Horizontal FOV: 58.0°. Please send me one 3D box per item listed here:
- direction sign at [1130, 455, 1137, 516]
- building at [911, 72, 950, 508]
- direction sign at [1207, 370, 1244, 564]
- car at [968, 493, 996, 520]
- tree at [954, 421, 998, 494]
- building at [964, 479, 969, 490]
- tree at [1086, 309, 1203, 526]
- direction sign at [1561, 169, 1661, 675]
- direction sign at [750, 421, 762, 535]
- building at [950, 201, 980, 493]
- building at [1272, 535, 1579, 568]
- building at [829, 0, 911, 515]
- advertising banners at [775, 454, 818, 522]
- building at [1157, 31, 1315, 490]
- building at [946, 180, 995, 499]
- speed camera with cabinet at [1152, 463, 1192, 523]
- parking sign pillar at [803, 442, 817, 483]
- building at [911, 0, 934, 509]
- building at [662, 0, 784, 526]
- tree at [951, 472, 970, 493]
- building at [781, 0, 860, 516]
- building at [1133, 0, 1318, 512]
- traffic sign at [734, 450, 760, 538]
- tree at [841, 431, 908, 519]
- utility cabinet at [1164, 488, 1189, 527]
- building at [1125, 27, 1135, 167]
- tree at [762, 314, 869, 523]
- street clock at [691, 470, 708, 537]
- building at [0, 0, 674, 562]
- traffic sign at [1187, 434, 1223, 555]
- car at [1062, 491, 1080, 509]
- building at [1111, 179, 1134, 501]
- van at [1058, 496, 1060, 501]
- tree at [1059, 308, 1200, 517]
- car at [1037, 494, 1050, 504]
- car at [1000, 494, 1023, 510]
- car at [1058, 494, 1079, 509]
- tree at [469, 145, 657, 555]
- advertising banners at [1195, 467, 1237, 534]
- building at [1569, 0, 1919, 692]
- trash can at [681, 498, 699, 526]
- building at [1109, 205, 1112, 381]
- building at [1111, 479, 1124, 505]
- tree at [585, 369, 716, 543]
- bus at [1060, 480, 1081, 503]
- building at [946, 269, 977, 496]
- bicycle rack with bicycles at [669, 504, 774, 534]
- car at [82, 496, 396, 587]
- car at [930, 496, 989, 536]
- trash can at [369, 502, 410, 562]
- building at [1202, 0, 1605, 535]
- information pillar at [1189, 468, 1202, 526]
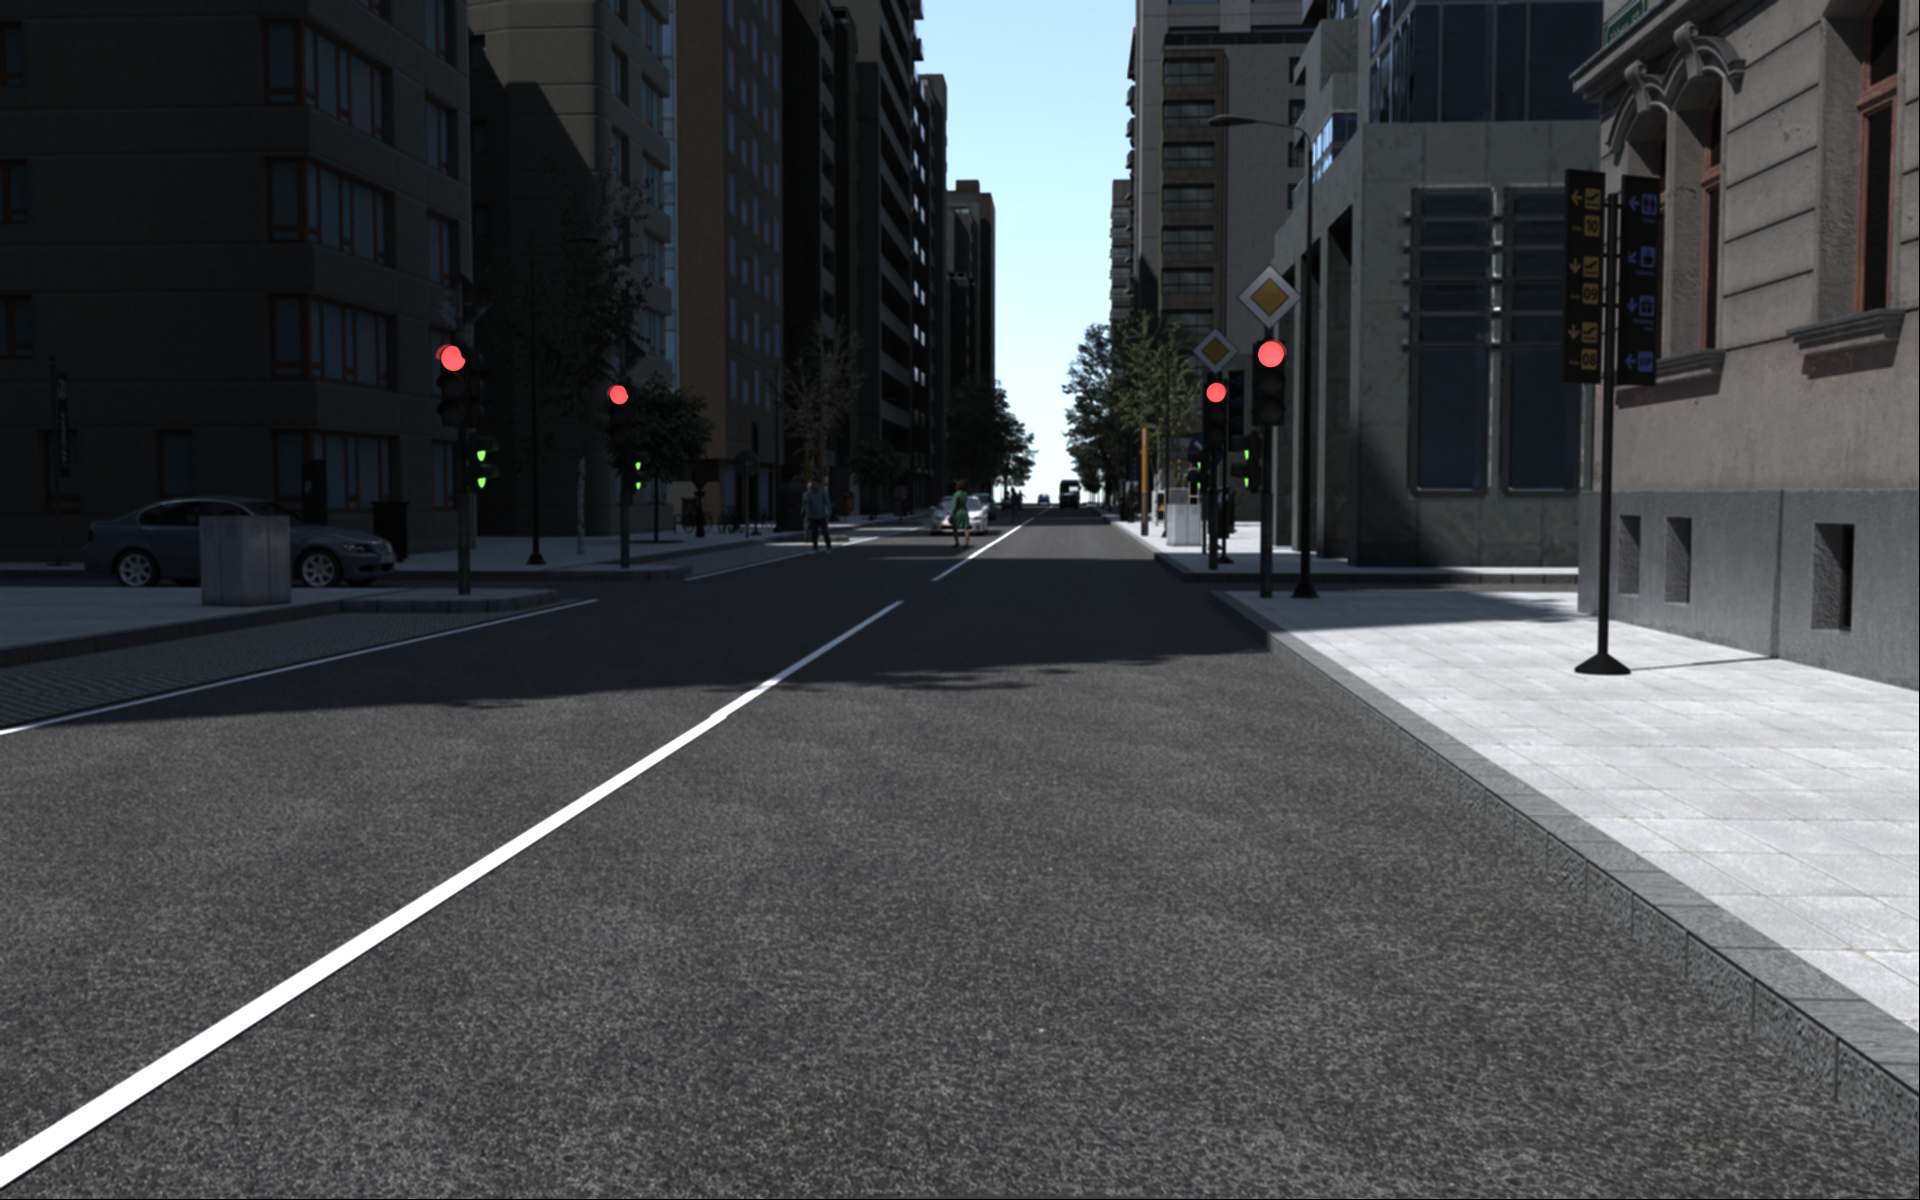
[{"bbox_3d":[10.199,-6.723,101.916,0.379,3.537,0.876,-1,4,-16],"label":"direction sign"},{"bbox_3d":[-8.706,-29.392,164.155,14.154,41.232,14.086,0,4,4],"label":"building"},{"bbox_3d":[4.892,-2.447,32.008,0.379,3.537,0.876,-3,5,-39],"label":"direction sign"},{"bbox_3d":[1.010,-5.326,95.871,1.959,1.807,4.718,0,4,5],"label":"car"},{"bbox_3d":[1.469,-13.510,171.242,4.360,8.622,3.978,0,3,0],"label":"tree"},{"bbox_3d":[-15.194,-31.315,203.876,32.217,40.220,23.993,0,4,4],"label":"building"},{"bbox_3d":[7.776,-7.225,68.493,4.737,8.622,4.395,0,3,0],"label":"tree"},{"bbox_3d":[4.618,-1.244,12.344,0.876,3.537,0.379,-2,4,-25],"label":"direction sign"},{"bbox_3d":[-6.397,-3.803,54.175,0.379,3.537,0.876,-1,4,-17],"label":"direction sign"},{"bbox_3d":[-4.604,-33.806,236.321,14.154,41.232,14.086,0,4,4],"label":"building"},{"bbox_3d":[23.162,-44.361,37.975,31.000,86.520,22.319,0,4,4],"label":"building"},{"bbox_3d":[-14.862,-30.111,116.019,21.300,48.544,21.600,0,4,4],"label":"building"},{"bbox_3d":[-7.175,-4.887,76.082,2.074,3.025,0.090,1,4,20],"label":"advertising banners"},{"bbox_3d":[19.813,-20.830,112.273,14.160,30.474,14.107,0,4,4],"label":"building"},{"bbox_3d":[-2.112,-36.726,250.576,14.600,45.320,14.200,0,4,4],"label":"building"},{"bbox_3d":[9.563,-5.052,76.940,2.038,3.252,0.660,1,4,11],"label":"speed camera with cabinet"},{"bbox_3d":[-7.825,-6.214,90.076,1.447,3.967,1.447,-1,4,-18],"label":"parking sign pillar"},{"bbox_3d":[-14.666,-31.952,142.023,23.786,49.044,30.456,0,4,4],"label":"building"},{"bbox_3d":[-15.848,-26.046,75.958,14.600,45.320,14.200,0,4,4],"label":"building"},{"bbox_3d":[-0.142,-9.726,153.619,1.663,3.219,1.824,0,3,0],"label":"tree"},{"bbox_3d":[-13.561,-19.983,98.423,14.160,30.474,14.107,0,4,4],"label":"building"},{"bbox_3d":[23.892,-36.105,132.320,21.231,58.520,28.212,0,4,4],"label":"building"},{"bbox_3d":[-6.205,-3.076,50.400,0.768,2.556,0.104,0,4,4],"label":"traffic sign"},{"bbox_3d":[-4.444,-6.504,90.048,4.285,4.588,4.351,0,3,0],"label":"tree"},{"bbox_3d":[8.279,-3.490,65.742,1.173,1.500,0.318,-3,4,-37],"label":"utility cabinet"},{"bbox_3d":[26.690,-31.034,162.028,22.147,44.769,28.867,0,4,4],"label":"building"},{"bbox_3d":[-5.677,-7.370,70.861,4.360,8.622,3.978,0,3,0],"label":"tree"},{"bbox_3d":[-7.693,-2.853,51.220,0.471,2.002,0.358,-3,5,-42],"label":"street clock"},{"bbox_3d":[-24.776,-12.341,46.814,27.650,21.520,28.899,0,4,4],"label":"building"},{"bbox_3d":[5.174,-2.232,36.607,0.768,2.556,0.104,1,4,10],"label":"traffic sign"},{"bbox_3d":[11.007,-9.964,172.501,1.945,1.707,3.694,0,4,4],"label":"car"},{"bbox_3d":[26.786,-33.225,226.819,14.154,41.232,14.086,0,4,4],"label":"building"},{"bbox_3d":[14.914,-14.563,245.109,2.013,2.044,4.112,0,4,2],"label":"van"},{"bbox_3d":[9.402,-10.376,95.400,9.928,11.665,9.643,0,3,0],"label":"tree"},{"bbox_3d":[12.119,-14.714,250.169,1.945,1.707,3.694,0,4,5],"label":"car"},{"bbox_3d":[4.592,-8.609,152.754,2.014,1.417,4.499,0,4,4],"label":"car"},{"bbox_3d":[10.514,-9.674,167.962,2.009,1.686,4.222,0,4,4],"label":"car"},{"bbox_3d":[-8.201,-5.283,36.739,4.360,8.622,3.978,0,3,0],"label":"tree"},{"bbox_3d":[8.207,-3.653,55.921,2.074,3.025,0.090,-3,4,-38],"label":"advertising banners"},{"bbox_3d":[12.201,-13.400,6.474,14.401,28.519,23.554,0,4,4],"label":"building"},{"bbox_3d":[-10.763,-3.511,69.054,0.748,1.137,0.748,0,3,0],"label":"trash can"},{"bbox_3d":[32.470,-36.286,247.897,22.147,44.769,28.867,0,4,4],"label":"building"},{"bbox_3d":[34.205,-31.496,206.835,32.217,40.220,23.993,0,4,4],"label":"building"},{"bbox_3d":[-8.127,-3.794,45.738,4.285,4.588,4.351,0,3,0],"label":"tree"},{"bbox_3d":[14.571,-14.334,229.221,2.948,3.499,13.247,0,4,4],"label":"bus"},{"bbox_3d":[-5.149,-27.577,222.585,14.160,30.474,14.107,0,4,4],"label":"building"},{"bbox_3d":[-8.016,-2.673,57.086,2.852,0.926,2.925,1,4,18],"label":"bicycle rack with bicycles"},{"bbox_3d":[-10.923,-0.882,26.416,4.499,1.417,2.014,0,4,2],"label":"car"},{"bbox_3d":[0.006,-2.968,60.886,2.083,1.381,4.827,0,4,3],"label":"car"},{"bbox_3d":[-10.730,-1.283,32.626,0.748,1.137,0.748,0,3,0],"label":"trash can"},{"bbox_3d":[22.750,-46.427,71.757,22.319,86.520,31.000,0,4,4],"label":"building"},{"bbox_3d":[6.713,-2.748,49.428,0.304,2.012,0.304,2,4,24],"label":"information pillar"}]
